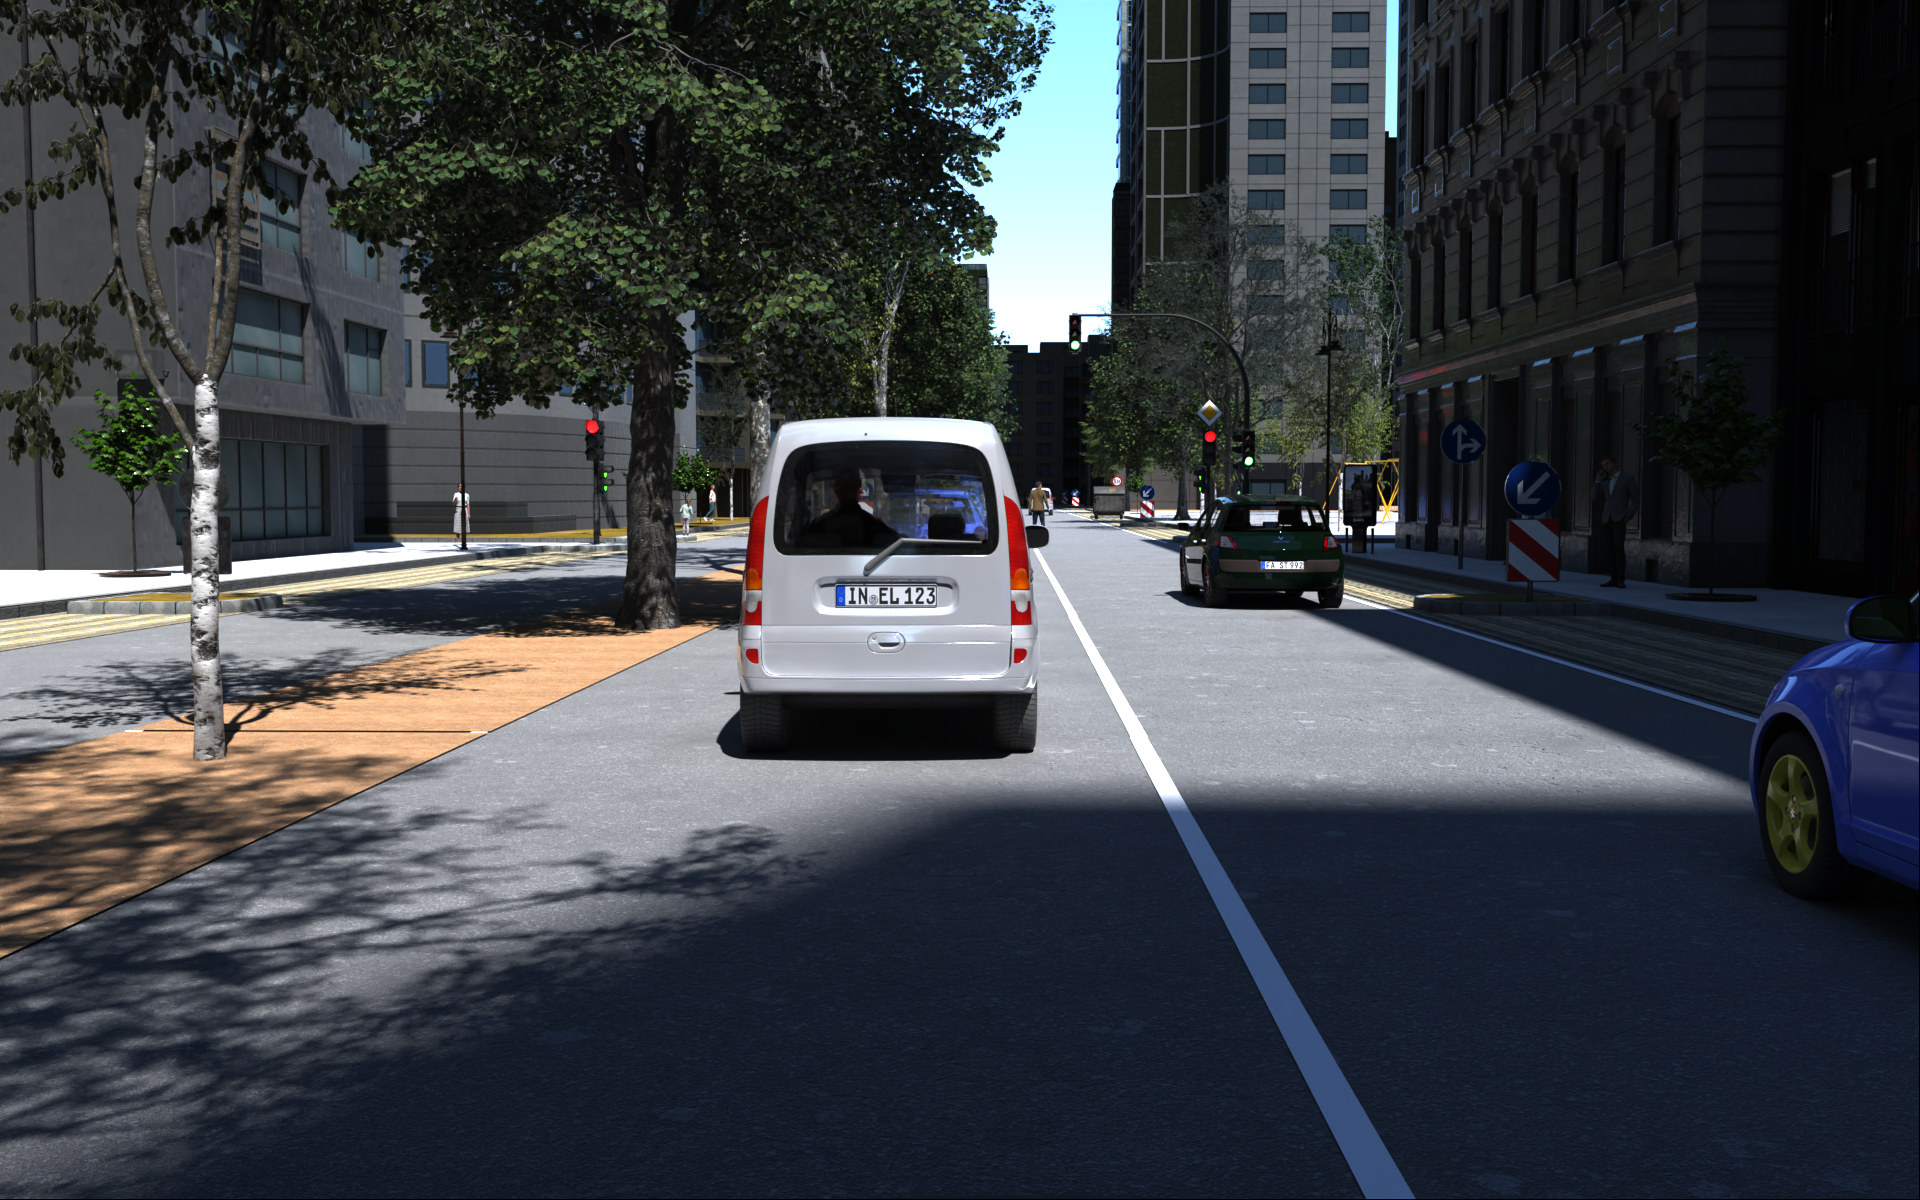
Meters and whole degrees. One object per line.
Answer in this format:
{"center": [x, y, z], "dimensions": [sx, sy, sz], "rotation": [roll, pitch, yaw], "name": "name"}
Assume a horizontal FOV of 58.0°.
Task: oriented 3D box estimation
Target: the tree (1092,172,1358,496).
{"center": [10.362, -9.599, 67.317], "dimensions": [12.009, 13.543, 11.850], "rotation": [0, 3, 0], "name": "tree"}

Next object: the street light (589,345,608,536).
{"center": [-11.102, -4.909, 53.047], "dimensions": [0.468, 5.910, 1.993], "rotation": [0, 4, 1], "name": "street light"}

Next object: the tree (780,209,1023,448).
{"center": [-2.338, -9.075, 67.840], "dimensions": [9.611, 12.733, 9.660], "rotation": [0, 3, 0], "name": "tree"}

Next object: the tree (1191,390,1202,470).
{"center": [17.243, -10.231, 117.631], "dimensions": [4.737, 8.622, 4.395], "rotation": [0, 3, 0], "name": "tree"}

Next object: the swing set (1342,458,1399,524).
{"center": [19.961, -5.081, 80.700], "dimensions": [2.862, 2.851, 3.119], "rotation": [-2, 4, -26], "name": "swing set"}

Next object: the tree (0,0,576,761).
{"center": [-4.049, -3.454, 9.298], "dimensions": [4.360, 8.622, 3.978], "rotation": [0, 3, 0], "name": "tree"}

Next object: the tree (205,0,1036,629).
{"center": [-3.342, -6.673, 18.224], "dimensions": [9.857, 13.997, 8.962], "rotation": [0, 3, 0], "name": "tree"}

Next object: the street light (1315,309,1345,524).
{"center": [9.204, -4.310, 43.263], "dimensions": [0.468, 5.910, 1.993], "rotation": [0, 4, 1], "name": "street light"}

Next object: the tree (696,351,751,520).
{"center": [-11.345, -8.169, 83.924], "dimensions": [4.360, 8.622, 3.978], "rotation": [0, 3, 0], "name": "tree"}

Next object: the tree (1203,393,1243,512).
{"center": [18.046, -9.767, 110.057], "dimensions": [4.737, 8.622, 4.395], "rotation": [0, 3, 0], "name": "tree"}

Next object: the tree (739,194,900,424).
{"center": [-3.391, -5.289, 39.288], "dimensions": [4.737, 8.622, 4.395], "rotation": [0, 3, 0], "name": "tree"}

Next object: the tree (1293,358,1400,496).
{"center": [20.857, -8.675, 92.193], "dimensions": [4.737, 8.622, 4.395], "rotation": [0, 3, 0], "name": "tree"}

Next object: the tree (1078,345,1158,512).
{"center": [12.715, -12.768, 126.888], "dimensions": [7.486, 12.596, 7.792], "rotation": [0, 3, 0], "name": "tree"}

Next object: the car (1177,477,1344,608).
{"center": [3.975, -0.822, 23.230], "dimensions": [2.009, 1.686, 4.222], "rotation": [0, 4, 1], "name": "car"}

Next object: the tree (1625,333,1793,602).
{"center": [9.213, -1.607, 20.884], "dimensions": [1.663, 3.219, 1.824], "rotation": [0, 3, 0], "name": "tree"}

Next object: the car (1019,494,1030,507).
{"center": [7.334, -10.809, 186.956], "dimensions": [2.015, 1.641, 3.980], "rotation": [0, 4, 1], "name": "car"}

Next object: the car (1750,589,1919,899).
{"center": [3.740, 0.280, 5.019], "dimensions": [1.945, 1.707, 3.694], "rotation": [0, 4, 2], "name": "car"}

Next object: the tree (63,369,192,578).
{"center": [-12.763, -1.982, 27.004], "dimensions": [1.663, 3.219, 1.824], "rotation": [0, 3, 0], "name": "tree"}

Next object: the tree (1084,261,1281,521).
{"center": [10.770, -10.217, 84.064], "dimensions": [9.611, 12.733, 9.660], "rotation": [0, 3, 0], "name": "tree"}

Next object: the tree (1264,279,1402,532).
{"center": [12.788, -6.652, 59.118], "dimensions": [4.360, 8.622, 3.978], "rotation": [0, 3, 0], "name": "tree"}

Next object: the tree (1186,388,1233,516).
{"center": [13.063, -8.725, 93.014], "dimensions": [4.360, 8.622, 3.978], "rotation": [0, 3, 0], "name": "tree"}

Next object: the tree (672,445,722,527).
{"center": [-11.177, -4.833, 73.617], "dimensions": [1.663, 3.219, 1.824], "rotation": [0, 3, 0], "name": "tree"}

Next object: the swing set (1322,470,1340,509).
{"center": [20.086, -5.513, 87.755], "dimensions": [2.862, 2.851, 3.119], "rotation": [2, 4, 35], "name": "swing set"}

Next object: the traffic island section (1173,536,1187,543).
{"center": [7.443, -1.804, 51.775], "dimensions": [2.009, 0.180, 2.903], "rotation": [0, 4, 1], "name": "traffic island section"}

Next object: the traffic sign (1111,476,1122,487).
{"center": [10.916, -7.362, 120.481], "dimensions": [0.768, 2.556, 0.104], "rotation": [1, 4, 9], "name": "traffic sign"}

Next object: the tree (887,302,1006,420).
{"center": [-1.340, -9.941, 90.754], "dimensions": [9.928, 11.665, 9.643], "rotation": [0, 3, 0], "name": "tree"}

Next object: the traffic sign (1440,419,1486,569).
{"center": [8.546, -1.797, 29.495], "dimensions": [0.768, 2.556, 0.104], "rotation": [0, 4, 5], "name": "traffic sign"}

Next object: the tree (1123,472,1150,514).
{"center": [11.652, -7.227, 112.766], "dimensions": [1.663, 3.219, 1.824], "rotation": [0, 3, 0], "name": "tree"}

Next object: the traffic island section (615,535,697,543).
{"center": [-9.092, -1.830, 52.209], "dimensions": [2.009, 0.180, 2.903], "rotation": [0, 4, 1], "name": "traffic island section"}

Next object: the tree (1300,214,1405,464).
{"center": [28.585, -15.868, 115.335], "dimensions": [12.611, 20.169, 13.585], "rotation": [0, 3, 0], "name": "tree"}

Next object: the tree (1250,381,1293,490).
{"center": [20.399, -9.451, 104.893], "dimensions": [4.737, 8.622, 4.395], "rotation": [0, 3, 0], "name": "tree"}

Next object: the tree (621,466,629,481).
{"center": [-16.131, -5.397, 82.843], "dimensions": [1.663, 3.219, 1.824], "rotation": [0, 3, 0], "name": "tree"}

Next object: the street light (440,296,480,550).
{"center": [-11.451, -4.099, 39.812], "dimensions": [0.468, 5.910, 1.993], "rotation": [0, 4, 1], "name": "street light"}

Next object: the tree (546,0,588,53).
{"center": [-4.629, -10.511, 30.202], "dimensions": [12.611, 20.169, 13.585], "rotation": [0, 3, 0], "name": "tree"}

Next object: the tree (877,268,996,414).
{"center": [-2.227, -9.574, 77.126], "dimensions": [7.486, 12.596, 7.792], "rotation": [0, 3, 0], "name": "tree"}

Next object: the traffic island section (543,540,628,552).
{"center": [-9.300, -1.342, 44.227], "dimensions": [2.009, 0.180, 2.903], "rotation": [0, 4, 1], "name": "traffic island section"}
